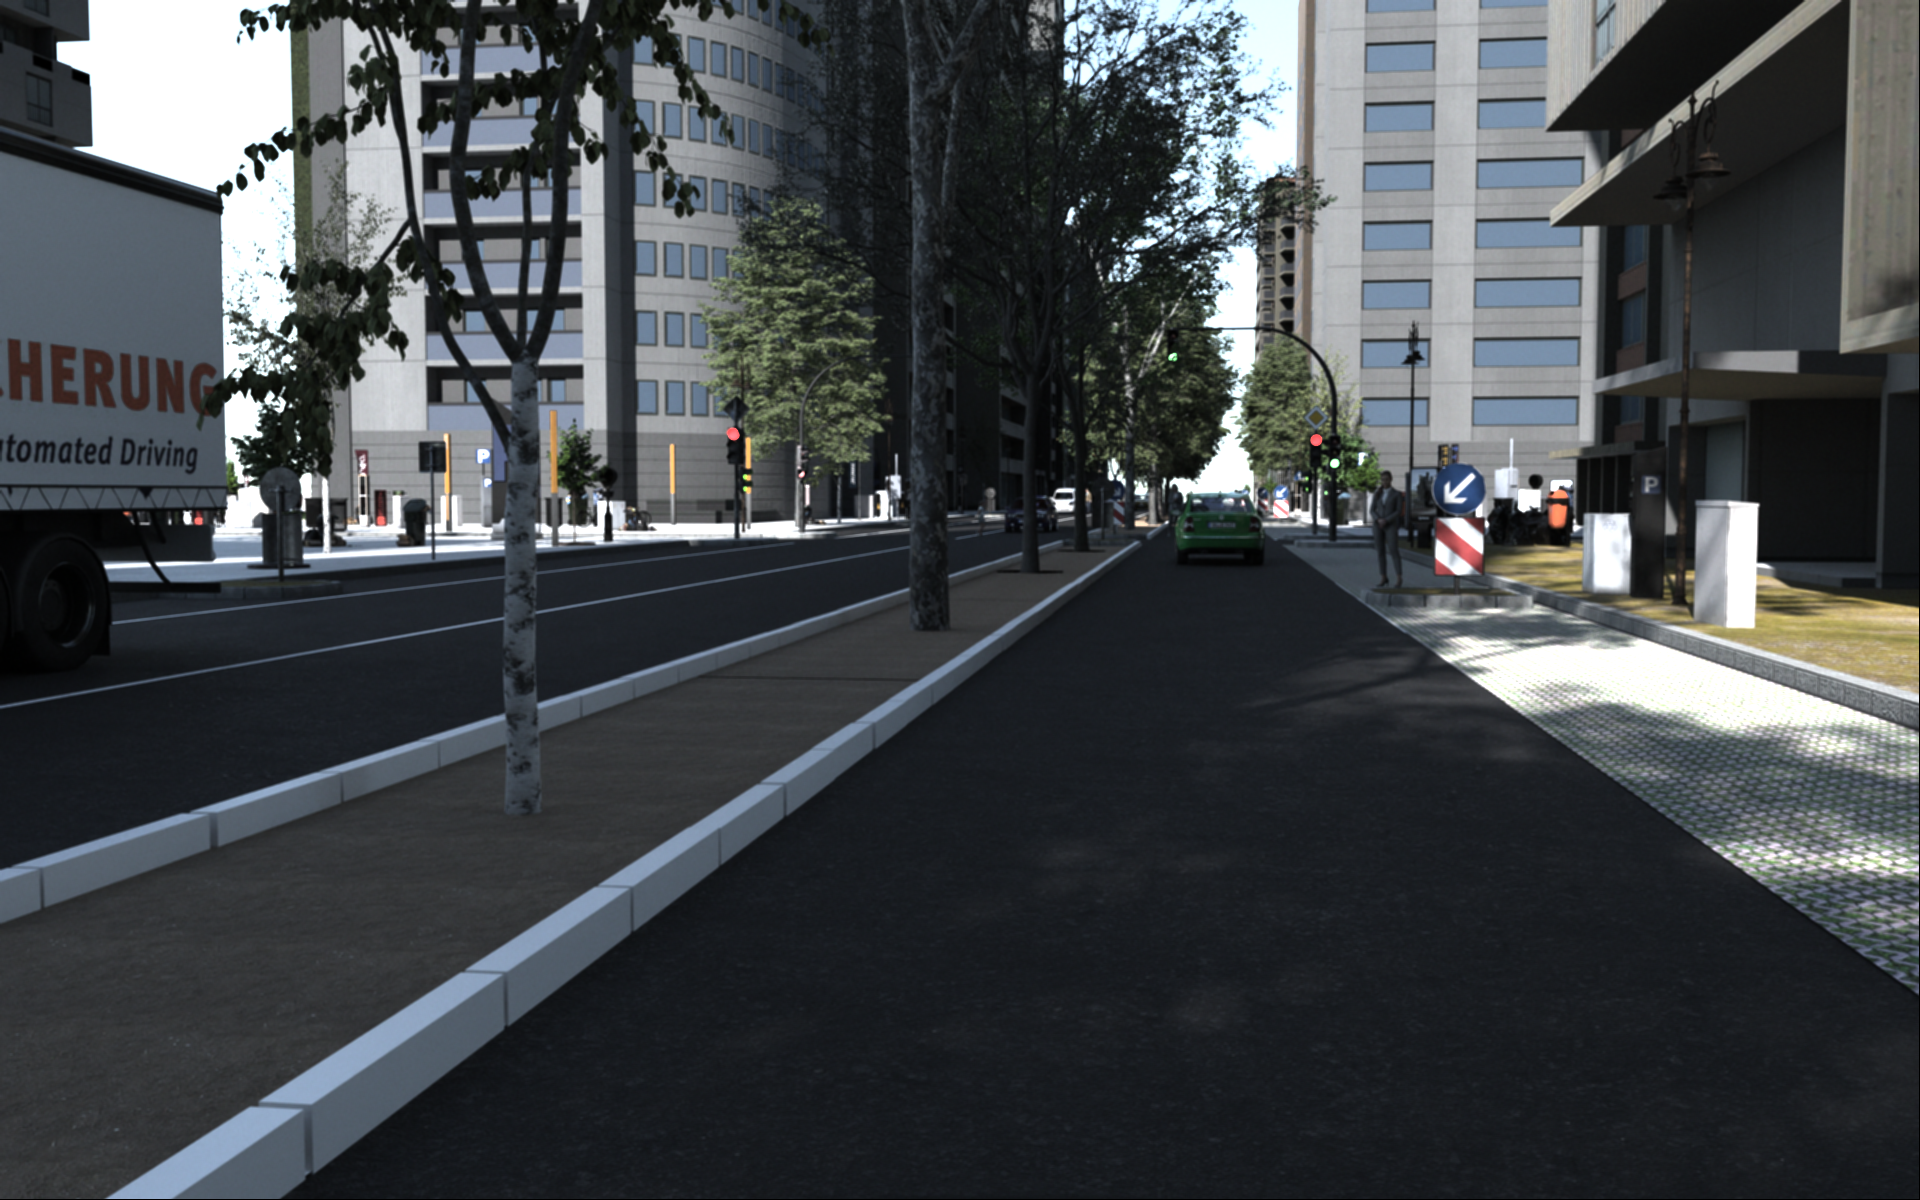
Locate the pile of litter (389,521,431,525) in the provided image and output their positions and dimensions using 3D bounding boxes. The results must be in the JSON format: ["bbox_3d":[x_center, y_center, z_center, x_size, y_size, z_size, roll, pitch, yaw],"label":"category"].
[{"bbox_3d":[-23.089,-3.579,72.484,1.719,0.858,1.176,0,4,-5],"label":"pile of litter"}]

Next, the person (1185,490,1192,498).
[{"bbox_3d":[22.935,-9.990,171.806,1.348,1.831,0.705,1,4,22],"label":"person"}]

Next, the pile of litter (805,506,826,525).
[{"bbox_3d":[-6.238,-3.594,72.720,1.176,0.858,1.719,-1,4,-17],"label":"pile of litter"}]

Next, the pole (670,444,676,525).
[{"bbox_3d":[-11.797,-4.733,71.228,0.158,3.312,0.155,0,3,0],"label":"pole"}]

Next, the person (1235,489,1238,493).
[{"bbox_3d":[20.392,-7.266,127.568,0.850,1.792,0.678,-1,4,-10],"label":"person"}]

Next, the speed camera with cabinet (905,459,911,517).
[{"bbox_3d":[-3.059,-6.254,96.584,0.660,3.252,2.038,3,4,38],"label":"speed camera with cabinet"}]

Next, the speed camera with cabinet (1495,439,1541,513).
[{"bbox_3d":[20.121,-4.167,62.462,2.038,3.252,0.660,-3,4,-38],"label":"speed camera with cabinet"}]

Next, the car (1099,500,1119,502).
[{"bbox_3d":[15.400,-10.170,178.634,2.083,1.381,4.827,1,4,10],"label":"car"}]

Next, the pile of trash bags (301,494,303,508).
[{"bbox_3d":[-38.352,-5.768,104.054,3.447,1.369,1.912,-3,5,-42],"label":"pile of trash bags"}]

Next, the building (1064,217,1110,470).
[{"bbox_3d":[16.906,-38.617,281.504,14.600,45.320,14.200,1,4,8],"label":"building"}]

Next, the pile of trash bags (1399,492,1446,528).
[{"bbox_3d":[17.133,-3.356,64.626,1.912,1.369,3.447,3,4,36],"label":"pile of trash bags"}]

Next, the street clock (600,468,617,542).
[{"bbox_3d":[-9.483,-2.574,46.657,0.471,2.002,0.358,1,4,9],"label":"street clock"}]

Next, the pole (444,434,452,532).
[{"bbox_3d":[-17.393,-3.977,58.865,0.158,3.312,0.155,0,3,0],"label":"pole"}]

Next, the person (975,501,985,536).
[{"bbox_3d":[0.674,-2.776,58.906,0.382,1.210,0.505,0,4,-4],"label":"person"}]

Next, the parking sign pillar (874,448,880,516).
[{"bbox_3d":[-4.970,-6.919,101.601,1.447,3.967,1.447,-1,4,-10],"label":"parking sign pillar"}]

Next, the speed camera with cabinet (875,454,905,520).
[{"bbox_3d":[-3.590,-5.607,86.013,0.660,3.252,2.038,-2,4,-25],"label":"speed camera with cabinet"}]

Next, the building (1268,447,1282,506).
[{"bbox_3d":[45.077,-53.317,184.408,22.319,86.520,31.000,1,4,8],"label":"building"}]

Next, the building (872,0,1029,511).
[{"bbox_3d":[-6.003,-31.808,143.770,21.300,48.544,21.600,1,4,8],"label":"building"}]

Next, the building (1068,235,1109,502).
[{"bbox_3d":[15.572,-35.716,267.558,14.154,41.232,14.086,1,4,8],"label":"building"}]

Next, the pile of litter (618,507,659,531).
[{"bbox_3d":[-11.262,-2.813,59.961,1.719,0.858,1.176,2,4,31],"label":"pile of litter"}]

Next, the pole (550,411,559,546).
[{"bbox_3d":[-9.933,-2.971,42.416,0.158,3.312,0.155,0,3,0],"label":"pole"}]

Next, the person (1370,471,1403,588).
[{"bbox_3d":[6.525,-1.086,26.528,0.520,1.790,0.573,1,4,17],"label":"person"}]

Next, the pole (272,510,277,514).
[{"bbox_3d":[-26.287,-4.434,66.340,0.158,3.312,0.155,0,3,0],"label":"pole"}]

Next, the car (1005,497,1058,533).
[{"bbox_3d":[2.723,-3.254,65.789,1.945,1.354,3.894,1,4,9],"label":"car"}]

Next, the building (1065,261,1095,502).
[{"bbox_3d":[2.922,-34.127,249.865,32.217,40.220,23.993,1,4,8],"label":"building"}]

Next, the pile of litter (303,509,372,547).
[{"bbox_3d":[-15.573,-1.739,42.395,1.719,0.858,1.176,1,4,15],"label":"pile of litter"}]

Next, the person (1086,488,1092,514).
[{"bbox_3d":[9.231,-7.120,124.826,0.656,1.842,0.836,2,4,26],"label":"person"}]

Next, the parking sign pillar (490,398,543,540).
[{"bbox_3d":[-12.472,-3.680,48.642,1.447,3.967,1.447,0,4,-7],"label":"parking sign pillar"}]

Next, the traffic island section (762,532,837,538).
[{"bbox_3d":[-5.245,-2.144,57.339,2.009,0.180,2.903,1,4,8],"label":"traffic island section"}]

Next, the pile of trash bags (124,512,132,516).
[{"bbox_3d":[-53.017,-6.246,111.871,3.447,1.369,1.912,-1,4,-21],"label":"pile of trash bags"}]

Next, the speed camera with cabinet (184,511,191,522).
[{"bbox_3d":[-35.703,-5.296,80.926,0.660,3.252,2.038,0,4,1],"label":"speed camera with cabinet"}]

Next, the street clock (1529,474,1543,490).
[{"bbox_3d":[21.272,-3.637,64.028,0.358,2.002,0.471,-2,4,-34],"label":"street clock"}]

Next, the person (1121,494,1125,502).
[{"bbox_3d":[9.686,-5.732,102.028,0.655,1.846,0.447,-2,4,-32],"label":"person"}]

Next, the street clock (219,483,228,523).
[{"bbox_3d":[-32.682,-4.410,76.666,0.471,2.002,0.358,-3,4,-39],"label":"street clock"}]

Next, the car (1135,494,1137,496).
[{"bbox_3d":[20.382,-12.048,205.785,1.959,1.807,4.718,1,4,9],"label":"car"}]

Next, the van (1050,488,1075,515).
[{"bbox_3d":[7.258,-6.900,119.819,2.013,2.044,4.112,1,4,9],"label":"van"}]

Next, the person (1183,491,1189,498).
[{"bbox_3d":[24.139,-10.660,183.316,1.217,1.766,0.721,1,4,20],"label":"person"}]

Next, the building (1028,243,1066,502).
[{"bbox_3d":[4.503,-26.007,196.916,14.160,30.474,14.107,1,4,8],"label":"building"}]

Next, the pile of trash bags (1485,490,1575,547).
[{"bbox_3d":[14.398,-2.047,43.225,1.912,1.369,3.447,0,4,-2],"label":"pile of trash bags"}]

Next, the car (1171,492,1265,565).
[{"bbox_3d":[5.449,-1.703,36.644,1.959,1.807,4.718,0,4,6],"label":"car"}]

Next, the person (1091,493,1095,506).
[{"bbox_3d":[15.573,-11.921,203.043,1.348,1.869,0.705,1,4,10],"label":"person"}]

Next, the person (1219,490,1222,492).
[{"bbox_3d":[23.912,-9.204,159.004,0.705,1.821,1.348,0,4,-4],"label":"person"}]

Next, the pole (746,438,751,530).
[{"bbox_3d":[-7.641,-4.205,62.598,0.158,3.312,0.155,0,3,0],"label":"pole"}]

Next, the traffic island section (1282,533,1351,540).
[{"bbox_3d":[11.276,-1.999,54.962,2.009,0.180,2.903,1,4,8],"label":"traffic island section"}]

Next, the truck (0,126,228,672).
[{"bbox_3d":[-8.805,-1.339,10.805,2.839,4.237,11.283,0,4,8],"label":"truck"}]

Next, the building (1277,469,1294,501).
[{"bbox_3d":[40.300,-44.095,159.197,20.563,71.187,20.611,1,4,8],"label":"building"}]

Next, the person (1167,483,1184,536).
[{"bbox_3d":[7.339,-3.073,58.925,0.537,1.800,0.526,1,4,16],"label":"person"}]

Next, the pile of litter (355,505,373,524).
[{"bbox_3d":[-25.454,-3.606,72.917,1.176,0.858,1.719,3,4,39],"label":"pile of litter"}]

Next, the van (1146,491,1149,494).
[{"bbox_3d":[22.675,-12.116,205.102,2.013,2.044,4.112,0,4,7],"label":"van"}]

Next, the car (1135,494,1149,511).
[{"bbox_3d":[15.748,-8.490,149.037,2.015,1.641,3.980,1,4,10],"label":"car"}]

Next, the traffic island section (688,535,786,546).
[{"bbox_3d":[-6.384,-1.661,49.435,2.009,0.180,2.903,1,4,8],"label":"traffic island section"}]

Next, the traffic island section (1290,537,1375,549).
[{"bbox_3d":[10.137,-1.515,47.058,2.009,0.180,2.903,1,4,8],"label":"traffic island section"}]

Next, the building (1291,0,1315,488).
[{"bbox_3d":[34.993,-30.145,142.975,14.600,45.320,14.200,1,4,8],"label":"building"}]
